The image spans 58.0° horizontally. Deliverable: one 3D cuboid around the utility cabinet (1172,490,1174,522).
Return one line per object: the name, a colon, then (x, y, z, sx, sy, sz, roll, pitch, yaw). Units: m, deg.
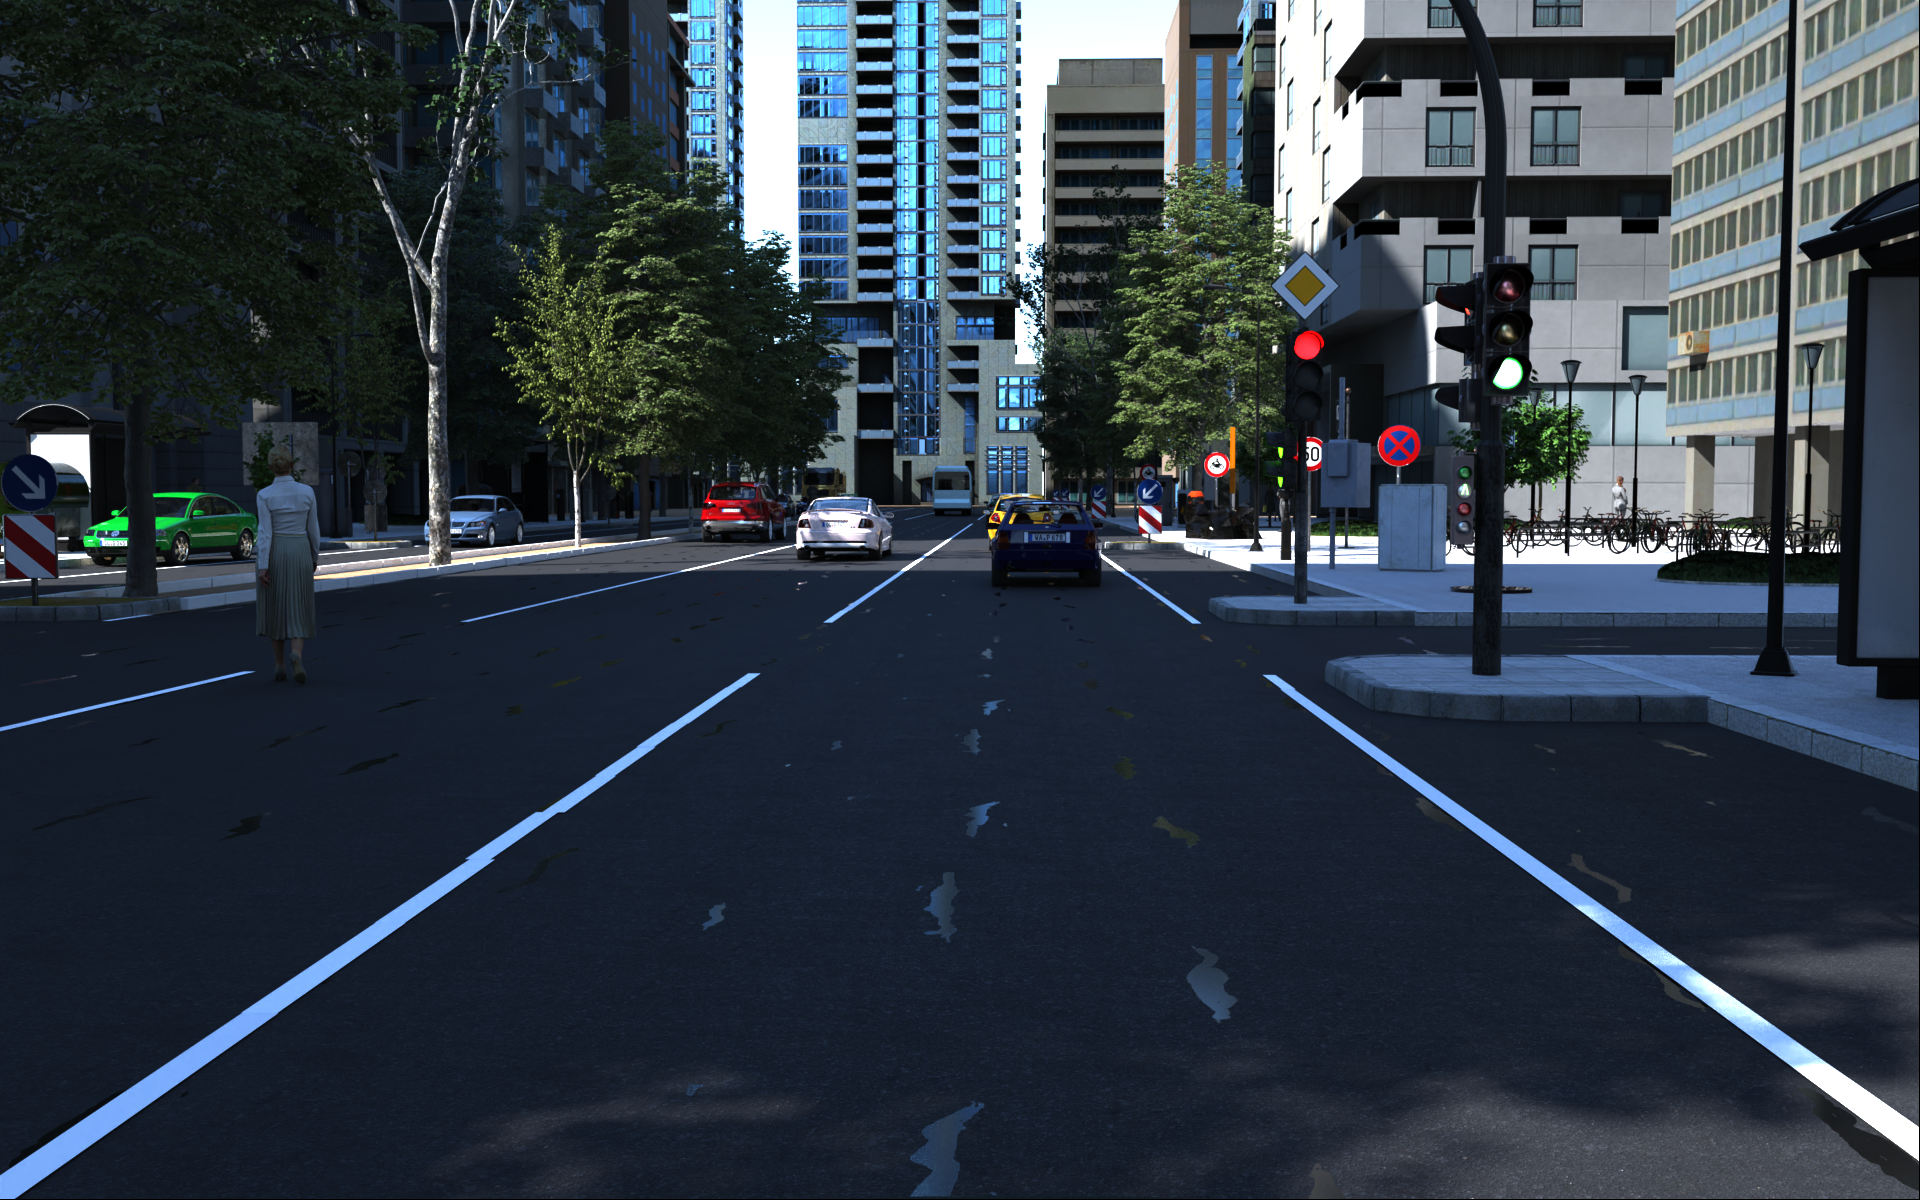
utility cabinet: (9.315, -4.271, 78.507, 0.318, 1.500, 1.173, -1, 4, -20)

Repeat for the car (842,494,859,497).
car: (-9.109, -8.165, 142.299, 1.959, 1.807, 4.718, 0, 4, 2)

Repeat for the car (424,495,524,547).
car: (-13.414, -2.206, 48.071, 2.014, 1.417, 4.499, 0, 4, 1)

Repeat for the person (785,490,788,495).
person: (-16.366, -9.576, 163.522, 0.530, 1.710, 0.541, 2, 4, 32)

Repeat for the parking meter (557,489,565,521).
parking meter: (-19.150, -4.568, 83.095, 0.372, 1.533, 0.369, 0, 3, 0)

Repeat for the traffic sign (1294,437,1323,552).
traffic sign: (7.787, -2.355, 38.608, 0.768, 2.556, 0.104, 0, 4, 7)

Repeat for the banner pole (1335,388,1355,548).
banner pole: (8.999, -3.101, 40.719, 0.401, 3.779, 0.863, 3, 5, 39)

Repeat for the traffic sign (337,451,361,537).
traffic sign: (-18.065, -3.126, 51.218, 0.768, 2.556, 0.104, 1, 4, 9)

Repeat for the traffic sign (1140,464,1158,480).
traffic sign: (7.953, -4.461, 73.045, 0.768, 2.556, 0.104, 0, 4, 3)

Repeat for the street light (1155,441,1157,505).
street light: (7.017, -5.758, 66.689, 1.470, 5.913, 1.316, 0, 4, 2)

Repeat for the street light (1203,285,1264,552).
street light: (6.078, -4.037, 38.550, 1.470, 5.913, 1.316, 0, 4, 2)

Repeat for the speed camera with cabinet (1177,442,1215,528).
speed camera with cabinet: (8.963, -4.359, 65.600, 0.660, 3.252, 2.038, -1, 4, -23)

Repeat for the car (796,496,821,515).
car: (-10.471, -6.667, 121.582, 1.945, 1.354, 3.894, 0, 4, 2)

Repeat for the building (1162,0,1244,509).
building: (25.705, -30.867, 154.790, 14.600, 45.320, 14.200, 0, 4, 2)

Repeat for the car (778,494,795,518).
car: (-11.066, -5.839, 105.251, 2.009, 1.686, 4.222, 0, 4, 1)

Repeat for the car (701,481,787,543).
car: (-6.547, -2.698, 52.780, 2.281, 1.827, 5.304, 0, 4, 2)

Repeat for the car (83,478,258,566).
car: (-16.351, -1.666, 36.044, 1.959, 1.807, 4.718, 0, 4, 3)

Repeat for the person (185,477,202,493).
person: (-25.148, -3.123, 57.014, 0.656, 1.842, 0.836, -2, 4, -33)

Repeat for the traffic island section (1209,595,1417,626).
traffic island section: (4.019, 0.119, 20.336, 2.009, 0.180, 2.903, 0, 4, 2)

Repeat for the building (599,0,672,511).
building: (-30.854, -29.634, 134.620, 14.600, 45.320, 14.200, 0, 4, 2)

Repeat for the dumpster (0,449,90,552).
dumpster: (-20.115, -2.145, 37.569, 1.502, 2.255, 1.985, 0, 4, 2)

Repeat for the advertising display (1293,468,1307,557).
advertising display: (7.019, -1.869, 35.767, 0.123, 1.923, 0.974, 1, 4, 21)

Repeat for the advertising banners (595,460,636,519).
advertising banners: (-17.944, -5.745, 90.115, 2.074, 3.025, 0.090, 0, 4, -1)

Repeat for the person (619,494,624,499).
person: (-20.810, -5.986, 103.919, 1.348, 1.823, 0.705, -2, 4, -29)

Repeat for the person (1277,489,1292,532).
person: (10.875, -3.198, 58.138, 0.447, 1.846, 0.655, -2, 4, -28)

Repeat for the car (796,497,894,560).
car: (-2.573, -1.632, 39.051, 2.083, 1.381, 4.827, 0, 4, 2)

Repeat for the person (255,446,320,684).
person: (-5.081, -0.268, 13.101, 0.478, 1.798, 0.641, -1, 4, -23)

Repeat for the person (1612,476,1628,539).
person: (18.800, -2.622, 49.189, 0.573, 1.790, 0.520, -2, 4, -34)

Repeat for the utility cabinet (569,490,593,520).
utility cabinet: (-18.739, -4.705, 85.602, 1.173, 1.500, 0.318, 2, 4, 23)

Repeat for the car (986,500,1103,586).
car: (1.382, -0.958, 28.250, 1.945, 1.354, 3.894, 0, 4, 2)

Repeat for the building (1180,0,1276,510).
building: (29.546, -50.028, 130.622, 22.319, 86.520, 31.000, 0, 4, 2)

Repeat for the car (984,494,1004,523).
car: (2.256, -4.655, 87.903, 2.131, 1.459, 4.920, 0, 4, 2)

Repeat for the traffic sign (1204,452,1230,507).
traffic sign: (7.794, -3.210, 52.592, 0.768, 2.556, 0.104, 1, 4, 8)

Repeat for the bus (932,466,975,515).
bus: (-0.447, -7.611, 119.294, 2.948, 3.499, 13.247, 0, 4, 1)

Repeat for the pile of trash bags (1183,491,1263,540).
pile of trash bags: (7.368, -2.484, 50.364, 1.912, 1.369, 3.447, -1, 4, -15)

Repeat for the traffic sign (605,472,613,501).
traffic sign: (-18.908, -5.654, 92.445, 0.884, 2.594, 0.081, 1, 4, 9)

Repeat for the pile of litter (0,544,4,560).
pile of litter: (-19.145, -1.261, 34.582, 1.176, 0.858, 1.719, 0, 4, 4)

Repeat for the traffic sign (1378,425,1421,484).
traffic sign: (8.064, -1.942, 31.860, 0.768, 2.556, 0.104, 1, 4, 11)

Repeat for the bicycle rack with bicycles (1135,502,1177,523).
bicycle rack with bicycles: (8.838, -3.834, 76.074, 2.925, 0.926, 2.852, -2, 4, -35)

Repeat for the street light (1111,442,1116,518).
street light: (7.882, -7.480, 94.831, 1.470, 5.913, 1.316, 0, 4, 2)

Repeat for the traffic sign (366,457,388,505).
traffic sign: (-19.769, -3.589, 58.790, 0.768, 2.556, 0.104, 0, 4, 2)

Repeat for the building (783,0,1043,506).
building: (-6.150, -54.098, 197.180, 31.000, 86.520, 22.319, 0, 4, 2)

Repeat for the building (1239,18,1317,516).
building: (24.527, -20.639, 109.153, 14.160, 30.474, 14.107, 0, 4, 2)

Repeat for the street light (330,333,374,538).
street light: (-17.568, -4.741, 50.051, 1.470, 5.913, 1.316, 0, 4, 2)

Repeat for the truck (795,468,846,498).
truck: (-10.126, -8.124, 128.750, 3.469, 3.379, 9.791, 0, 4, 1)

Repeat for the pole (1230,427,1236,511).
pole: (8.323, -3.610, 52.872, 0.158, 3.312, 0.155, 0, 3, 0)

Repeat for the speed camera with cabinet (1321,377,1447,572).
speed camera with cabinet: (7.124, -2.128, 29.125, 2.038, 3.252, 0.660, 3, 4, 38)

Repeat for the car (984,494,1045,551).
car: (1.611, -2.143, 45.258, 2.015, 1.641, 3.980, 0, 4, 2)

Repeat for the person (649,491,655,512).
person: (-22.683, -7.291, 125.810, 0.990, 1.755, 0.434, -1, 4, -20)

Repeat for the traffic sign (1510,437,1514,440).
traffic sign: (8.339, -1.527, 27.089, 0.606, 2.300, 0.079, 0, 4, 5)

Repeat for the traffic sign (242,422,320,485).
traffic sign: (-19.221, -3.372, 49.004, 2.265, 3.308, 0.079, 0, 4, 7)

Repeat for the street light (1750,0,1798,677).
street light: (5.257, -2.424, 12.180, 1.470, 5.913, 1.316, 0, 4, 2)

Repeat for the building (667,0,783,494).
building: (-37.747, -54.145, 197.944, 31.000, 86.520, 22.319, 0, 4, 2)

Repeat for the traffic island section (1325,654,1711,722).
traffic island section: (3.763, 0.607, 12.355, 2.009, 0.180, 2.903, 0, 4, 2)

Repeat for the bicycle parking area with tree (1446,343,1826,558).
bicycle parking area with tree: (14.512, -2.941, 35.086, 9.016, 4.147, 8.231, -2, 4, -24)

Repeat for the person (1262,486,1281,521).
person: (14.819, -4.605, 81.556, 0.699, 1.804, 1.509, -1, 4, -14)

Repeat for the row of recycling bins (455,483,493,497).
row of recycling bins: (-19.073, -3.740, 68.256, 1.069, 1.692, 3.534, 0, 4, -3)

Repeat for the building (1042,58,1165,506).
building: (20.127, -35.051, 196.790, 21.600, 48.544, 21.300, 0, 4, 2)

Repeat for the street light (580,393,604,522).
street light: (-16.605, -6.474, 78.390, 1.470, 5.913, 1.316, 0, 4, 2)
